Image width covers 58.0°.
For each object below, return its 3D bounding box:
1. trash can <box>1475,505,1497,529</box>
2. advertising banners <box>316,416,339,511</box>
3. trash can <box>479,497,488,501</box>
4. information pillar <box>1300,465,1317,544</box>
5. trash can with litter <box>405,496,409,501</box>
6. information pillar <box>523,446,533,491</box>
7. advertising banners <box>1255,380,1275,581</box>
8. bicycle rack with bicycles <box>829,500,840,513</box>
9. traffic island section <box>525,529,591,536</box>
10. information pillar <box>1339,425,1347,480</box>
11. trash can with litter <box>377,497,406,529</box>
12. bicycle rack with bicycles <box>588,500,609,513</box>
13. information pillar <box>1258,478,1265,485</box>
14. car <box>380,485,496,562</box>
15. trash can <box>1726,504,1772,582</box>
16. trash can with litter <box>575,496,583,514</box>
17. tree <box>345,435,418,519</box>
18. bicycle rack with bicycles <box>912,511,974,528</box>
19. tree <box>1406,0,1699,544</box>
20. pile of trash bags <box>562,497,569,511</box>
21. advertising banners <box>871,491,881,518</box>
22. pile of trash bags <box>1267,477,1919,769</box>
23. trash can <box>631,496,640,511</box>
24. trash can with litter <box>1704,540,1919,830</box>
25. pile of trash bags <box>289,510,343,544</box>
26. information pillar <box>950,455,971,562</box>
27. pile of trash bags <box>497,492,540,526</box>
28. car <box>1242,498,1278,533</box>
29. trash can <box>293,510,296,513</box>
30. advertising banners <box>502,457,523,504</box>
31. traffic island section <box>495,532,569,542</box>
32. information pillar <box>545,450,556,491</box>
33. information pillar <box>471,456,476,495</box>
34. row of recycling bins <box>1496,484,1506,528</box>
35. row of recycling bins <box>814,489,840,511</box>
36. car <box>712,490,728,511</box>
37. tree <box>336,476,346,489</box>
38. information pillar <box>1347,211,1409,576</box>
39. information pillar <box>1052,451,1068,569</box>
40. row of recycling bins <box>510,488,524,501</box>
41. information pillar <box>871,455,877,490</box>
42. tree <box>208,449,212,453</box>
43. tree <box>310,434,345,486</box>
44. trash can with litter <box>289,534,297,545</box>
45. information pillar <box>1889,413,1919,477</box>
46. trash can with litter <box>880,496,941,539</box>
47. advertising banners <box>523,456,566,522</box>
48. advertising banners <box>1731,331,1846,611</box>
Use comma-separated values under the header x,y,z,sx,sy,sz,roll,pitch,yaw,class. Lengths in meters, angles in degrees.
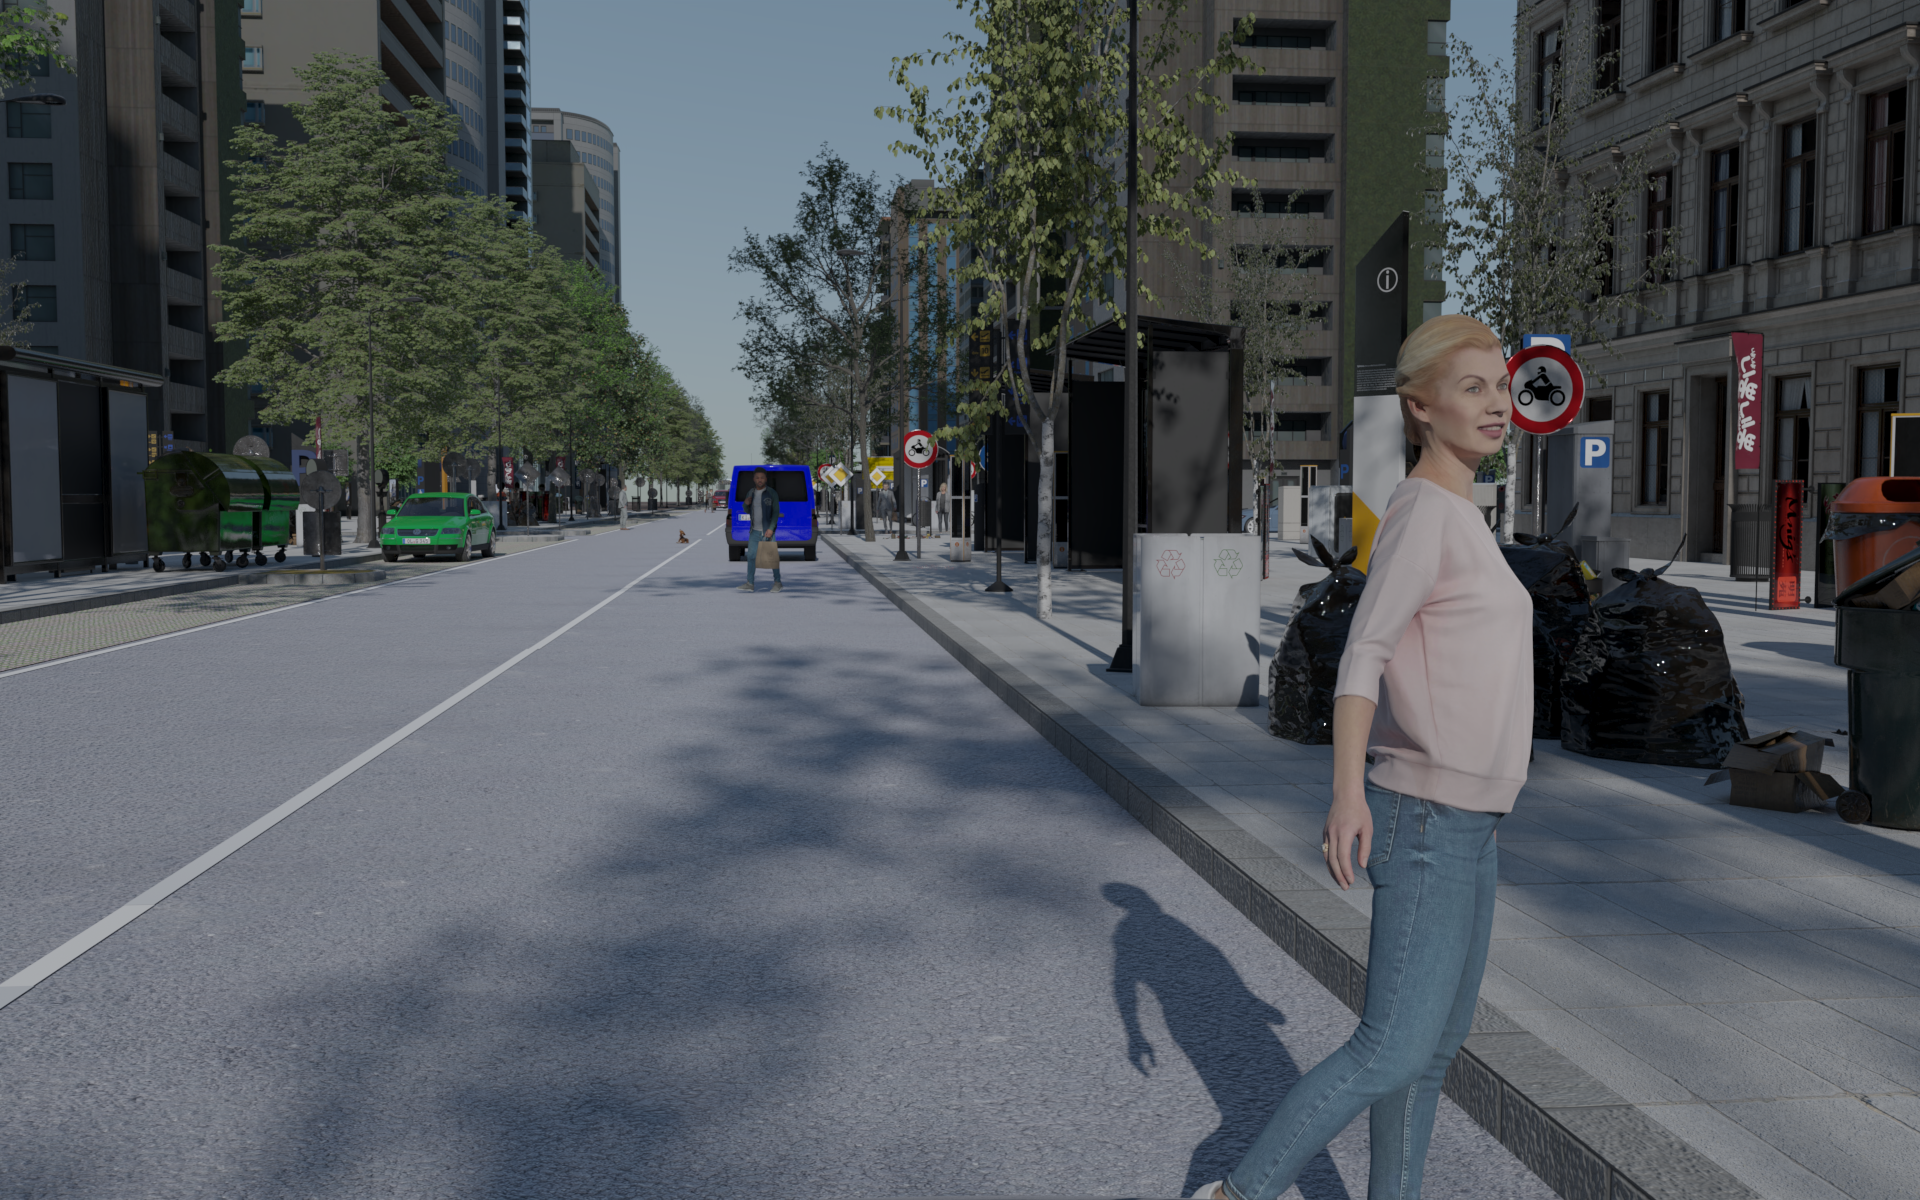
x,y,z,sx,sy,sz,roll,pitch,yaw,class
6.256,-0.600,21.465,0.748,1.137,0.748,0,3,0,trash can
-14.001,-2.576,38.306,0.090,3.025,2.074,-2,4,-31,advertising banners
-21.388,-4.105,78.771,0.748,1.137,0.748,0,3,0,trash can
8.908,-2.434,44.290,0.304,2.012,0.304,-3,4,-38,information pillar
-41.021,-7.121,127.488,1.678,1.210,2.233,-1,4,-20,trash can with litter
-20.828,-5.636,83.509,0.504,3.616,0.183,1,4,14,information pillar
4.614,-1.829,26.091,0.090,3.025,2.074,1,4,16,advertising banners
-7.344,-6.293,116.266,2.852,0.926,2.925,2,4,28,bicycle rack with bicycles
-14.091,-2.361,60.883,2.009,0.180,2.903,0,4,-6,traffic island section
12.228,-3.885,54.872,0.504,3.616,0.183,-2,4,-27,information pillar
-19.857,-3.004,60.502,1.055,1.170,0.624,0,4,7,trash can with litter
-23.685,-6.202,114.782,2.852,0.926,2.925,1,4,10,bicycle rack with bicycles
13.463,-4.468,77.540,0.304,2.012,0.304,-1,4,-14,information pillar
-11.288,-1.763,37.623,1.959,1.807,4.718,0,4,-5,car
11.618,-0.839,25.367,0.748,1.137,0.748,0,3,0,trash can
-28.582,-7.283,130.463,0.624,1.170,1.055,0,4,8,trash can with litter
-29.292,-6.476,89.598,4.285,4.588,4.351,0,3,0,tree
-0.221,-3.224,66.101,2.925,0.926,2.852,0,4,8,bicycle rack with bicycles
8.508,-4.626,25.996,4.360,8.622,3.978,0,3,0,tree
-30.321,-7.352,129.951,1.912,1.369,3.447,-1,4,-11,pile of trash bags
-3.803,-6.164,96.962,2.074,3.025,0.090,-1,4,-17,advertising banners
3.394,0.053,8.894,3.447,1.369,1.912,0,4,-4,pile of trash bags
-24.367,-7.252,130.228,0.748,1.137,0.748,0,3,0,trash can
3.516,0.277,6.858,0.624,1.170,1.055,-3,5,-43,trash can with litter
-17.806,-2.164,45.129,3.447,1.369,1.912,0,4,-3,pile of trash bags
0.015,-1.722,32.646,0.304,2.012,0.304,2,4,29,information pillar
-18.307,-3.696,70.177,1.912,1.369,3.447,-2,4,-27,pile of trash bags
11.428,-2.949,60.225,4.499,1.417,2.014,0,4,-8,car
-19.163,-2.297,49.208,0.748,1.137,0.748,0,3,0,trash can
-20.557,-5.238,81.834,2.074,3.025,0.090,-1,4,-20,advertising banners
-13.220,-1.876,52.945,2.009,0.180,2.903,0,4,-6,traffic island section
-19.567,-5.586,82.684,0.504,3.616,0.183,-1,4,-16,information pillar
-29.837,-7.015,106.045,0.183,3.616,0.504,2,4,34,information pillar
20.631,-3.631,66.473,1.069,1.692,3.534,-3,5,-39,row of recycling bins
-10.775,-7.647,132.135,3.534,1.692,1.069,-1,4,-10,row of recycling bins
-20.544,-8.680,150.593,2.281,1.827,5.304,0,4,-6,car
-33.223,-5.920,91.390,1.663,3.219,1.824,0,3,0,tree
3.549,-1.422,14.602,0.183,3.616,0.504,-3,5,-41,information pillar
1.742,-1.546,29.767,0.304,2.012,0.304,0,4,-2,information pillar
-29.613,-6.642,115.705,3.534,1.692,1.069,3,5,42,row of recycling bins
-5.192,-6.879,103.827,0.504,3.616,0.183,1,4,16,information pillar
-31.650,-4.819,73.391,1.663,3.219,1.824,0,3,0,tree
-34.817,-6.835,95.460,4.285,4.588,4.351,0,3,0,tree
-16.920,-1.957,43.392,1.055,1.170,0.624,-2,4,-33,trash can with litter
8.691,-0.698,15.907,0.304,2.012,0.304,2,4,28,information pillar
-1.428,-2.387,50.080,2.233,1.210,1.678,-3,4,-36,trash can with litter
-19.263,-5.164,80.612,2.074,3.025,0.090,1,4,15,advertising banners
9.168,-1.403,19.124,2.074,3.025,0.090,-2,4,-28,advertising banners
